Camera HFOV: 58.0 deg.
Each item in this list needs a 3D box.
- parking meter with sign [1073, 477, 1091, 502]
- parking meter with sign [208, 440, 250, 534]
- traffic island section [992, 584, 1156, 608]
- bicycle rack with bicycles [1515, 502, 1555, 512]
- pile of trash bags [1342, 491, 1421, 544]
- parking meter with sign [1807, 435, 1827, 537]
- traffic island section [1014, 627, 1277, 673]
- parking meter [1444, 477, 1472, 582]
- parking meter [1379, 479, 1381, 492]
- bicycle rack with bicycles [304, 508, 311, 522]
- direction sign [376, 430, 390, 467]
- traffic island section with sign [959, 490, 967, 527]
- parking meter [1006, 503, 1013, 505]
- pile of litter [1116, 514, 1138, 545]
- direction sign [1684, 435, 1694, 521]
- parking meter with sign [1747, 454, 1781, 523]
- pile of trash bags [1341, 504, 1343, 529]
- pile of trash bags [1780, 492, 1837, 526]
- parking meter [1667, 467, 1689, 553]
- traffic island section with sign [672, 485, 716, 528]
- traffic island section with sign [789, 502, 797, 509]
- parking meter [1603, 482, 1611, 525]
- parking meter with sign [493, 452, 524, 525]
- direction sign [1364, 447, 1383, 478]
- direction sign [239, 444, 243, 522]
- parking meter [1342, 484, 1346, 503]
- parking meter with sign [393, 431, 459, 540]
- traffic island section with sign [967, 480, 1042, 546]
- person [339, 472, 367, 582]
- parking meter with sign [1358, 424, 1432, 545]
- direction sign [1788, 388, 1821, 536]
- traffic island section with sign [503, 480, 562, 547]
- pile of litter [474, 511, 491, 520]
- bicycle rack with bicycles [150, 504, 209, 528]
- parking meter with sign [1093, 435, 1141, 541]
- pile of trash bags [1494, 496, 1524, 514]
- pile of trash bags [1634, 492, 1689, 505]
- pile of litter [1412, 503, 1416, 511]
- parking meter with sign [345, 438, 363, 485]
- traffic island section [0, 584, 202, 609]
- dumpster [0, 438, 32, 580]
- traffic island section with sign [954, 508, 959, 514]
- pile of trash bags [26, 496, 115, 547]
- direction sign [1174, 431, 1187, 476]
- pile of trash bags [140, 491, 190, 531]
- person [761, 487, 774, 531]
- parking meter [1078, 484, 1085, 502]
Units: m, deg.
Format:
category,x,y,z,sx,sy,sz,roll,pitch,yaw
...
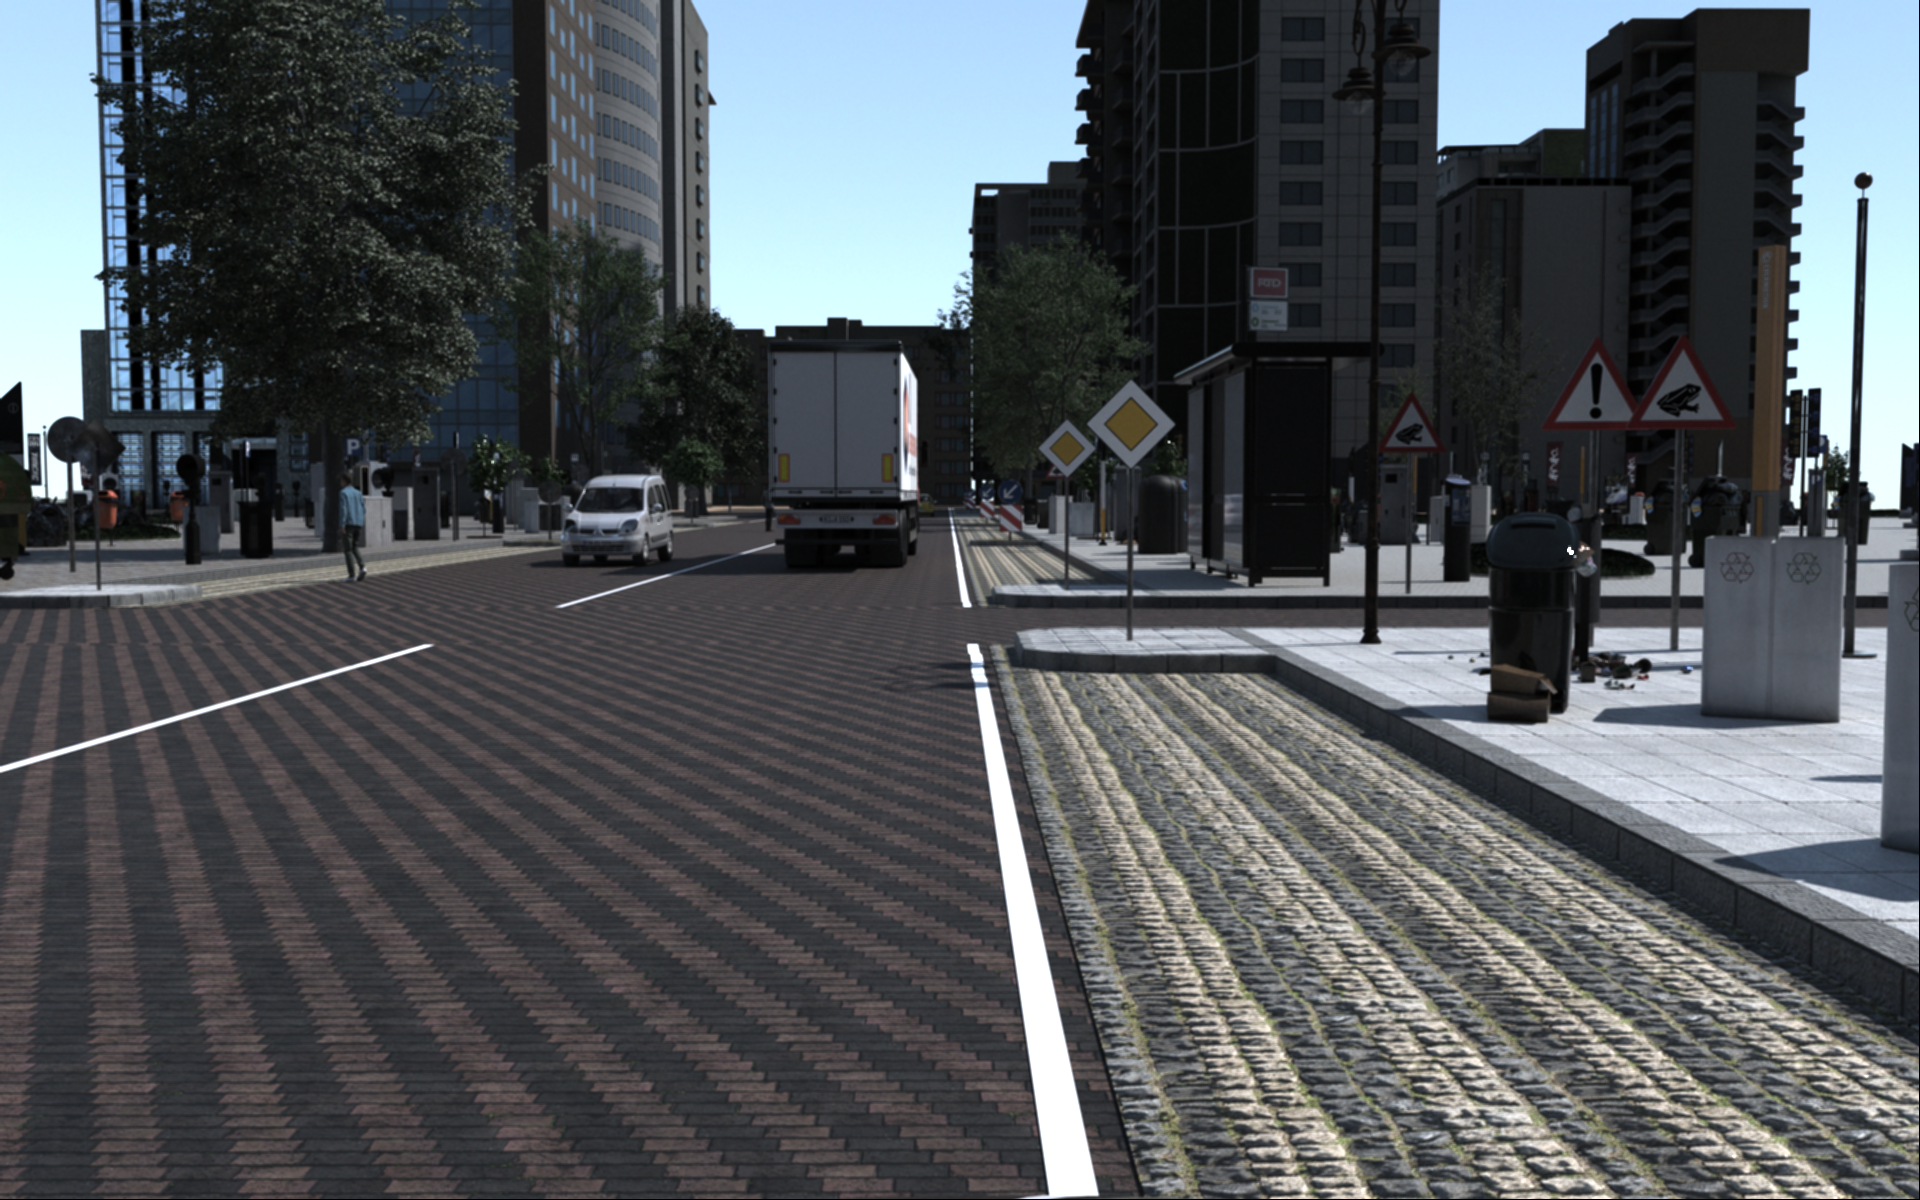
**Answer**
category,x,y,z,sx,sy,sz,roll,pitch,yaw
parking meter with sign,4.602,-3.736,57.341,1.738,3.016,0.543,0,4,0
parking meter with sign,-24.028,-3.671,56.288,1.738,3.016,0.543,-1,4,-9
traffic island section,1.447,-0.055,23.173,2.009,0.180,2.903,0,4,0
bicycle rack with bicycles,31.430,-4.995,95.047,2.852,0.926,2.925,-2,4,-31
pile of trash bags,11.295,-2.230,46.207,1.912,1.369,3.447,1,4,14
parking meter with sign,25.663,-3.399,51.834,0.543,3.016,1.738,2,4,30
traffic island section,1.507,0.434,15.188,2.009,0.180,2.903,0,4,0
parking meter,7.303,-1.040,25.421,0.372,1.533,0.369,0,3,0
parking meter,14.833,-3.353,60.538,0.255,1.863,0.399,-1,4,-15
bicycle rack with bicycles,-29.222,-4.093,80.308,2.852,0.926,2.925,-2,4,-28
direction sign,-19.855,-4.130,59.515,0.379,3.537,0.876,-3,4,-37
traffic island section with sign,1.058,-4.102,75.688,1.989,1.847,2.006,0,4,0
parking meter,2.503,-4.877,88.154,0.372,1.533,0.369,0,3,0
pile of litter,4.785,-1.843,44.095,1.719,0.858,1.176,0,4,-3
direction sign,28.172,-4.589,67.019,0.379,3.537,0.876,0,4,3
parking meter with sign,35.154,-4.869,75.875,0.543,3.016,1.738,-1,4,-8
pile of trash bags,12.482,-2.878,56.809,1.912,1.369,3.447,2,4,28
pile of trash bags,34.631,-3.755,71.145,1.912,1.369,3.447,3,4,36
parking meter,15.527,-1.944,37.491,0.255,1.863,0.399,-2,4,-30
traffic island section with sign,-11.561,-4.037,74.640,1.989,1.847,2.006,0,4,0
traffic island section with sign,-11.950,-7.108,124.839,1.989,1.847,2.006,0,4,0
parking meter,26.435,-3.971,70.635,0.255,1.863,0.399,0,4,4
parking meter with sign,-18.712,-4.686,72.872,1.738,3.016,0.543,-3,5,-44
direction sign,19.783,-5.556,82.842,0.876,3.537,0.379,2,4,27
direction sign,-32.465,-5.278,78.293,0.379,3.537,0.876,-2,4,-28
parking meter,20.142,-5.167,90.188,0.399,1.863,0.255,-1,4,-14
parking meter with sign,-14.883,-3.181,48.270,1.738,3.016,0.543,-1,4,-12
traffic island section with sign,1.269,-2.422,48.223,1.989,1.847,2.006,0,4,0
person,-9.887,-1.182,28.173,0.444,1.785,0.601,2,4,32
parking meter with sign,10.938,-2.893,43.569,1.738,3.016,0.543,1,4,21
direction sign,18.197,-2.776,37.378,0.379,3.537,0.876,-1,4,-16
traffic island section with sign,-11.355,-2.389,47.685,1.989,1.847,2.006,0,4,0
pile of litter,-23.090,-4.326,84.699,1.176,0.858,1.719,2,4,30
bicycle rack with bicycles,-29.086,-3.190,65.535,2.852,0.926,2.925,0,4,5
parking meter with sign,4.556,-3.103,46.997,1.738,3.016,0.543,0,4,-6
pile of trash bags,28.298,-4.940,90.514,3.447,1.369,1.912,3,4,37
pile of trash bags,38.738,-5.214,94.998,3.447,1.369,1.912,1,4,13
pile of litter,22.824,-4.514,87.775,1.719,0.858,1.176,3,4,37
parking meter with sign,-18.899,-3.487,53.278,0.543,3.016,1.738,0,4,0
traffic island section,-11.494,-0.049,23.080,2.009,0.180,2.903,0,4,0
dumpster,-14.653,-1.378,25.030,1.502,2.255,1.985,0,4,0
traffic island section with sign,0.682,-7.119,125.021,1.989,1.847,2.006,0,4,0
pile of trash bags,-22.317,-1.997,42.396,3.447,1.369,1.912,0,4,-1
direction sign,8.116,-4.302,62.341,0.876,3.537,0.379,0,4,-2
pile of trash bags,-25.686,-2.682,53.596,3.447,1.369,1.912,-3,4,-36
person,-7.316,-3.541,66.579,0.592,1.802,0.473,3,5,41
parking meter,5.438,-4.383,77.369,0.255,1.863,0.399,0,4,-3
